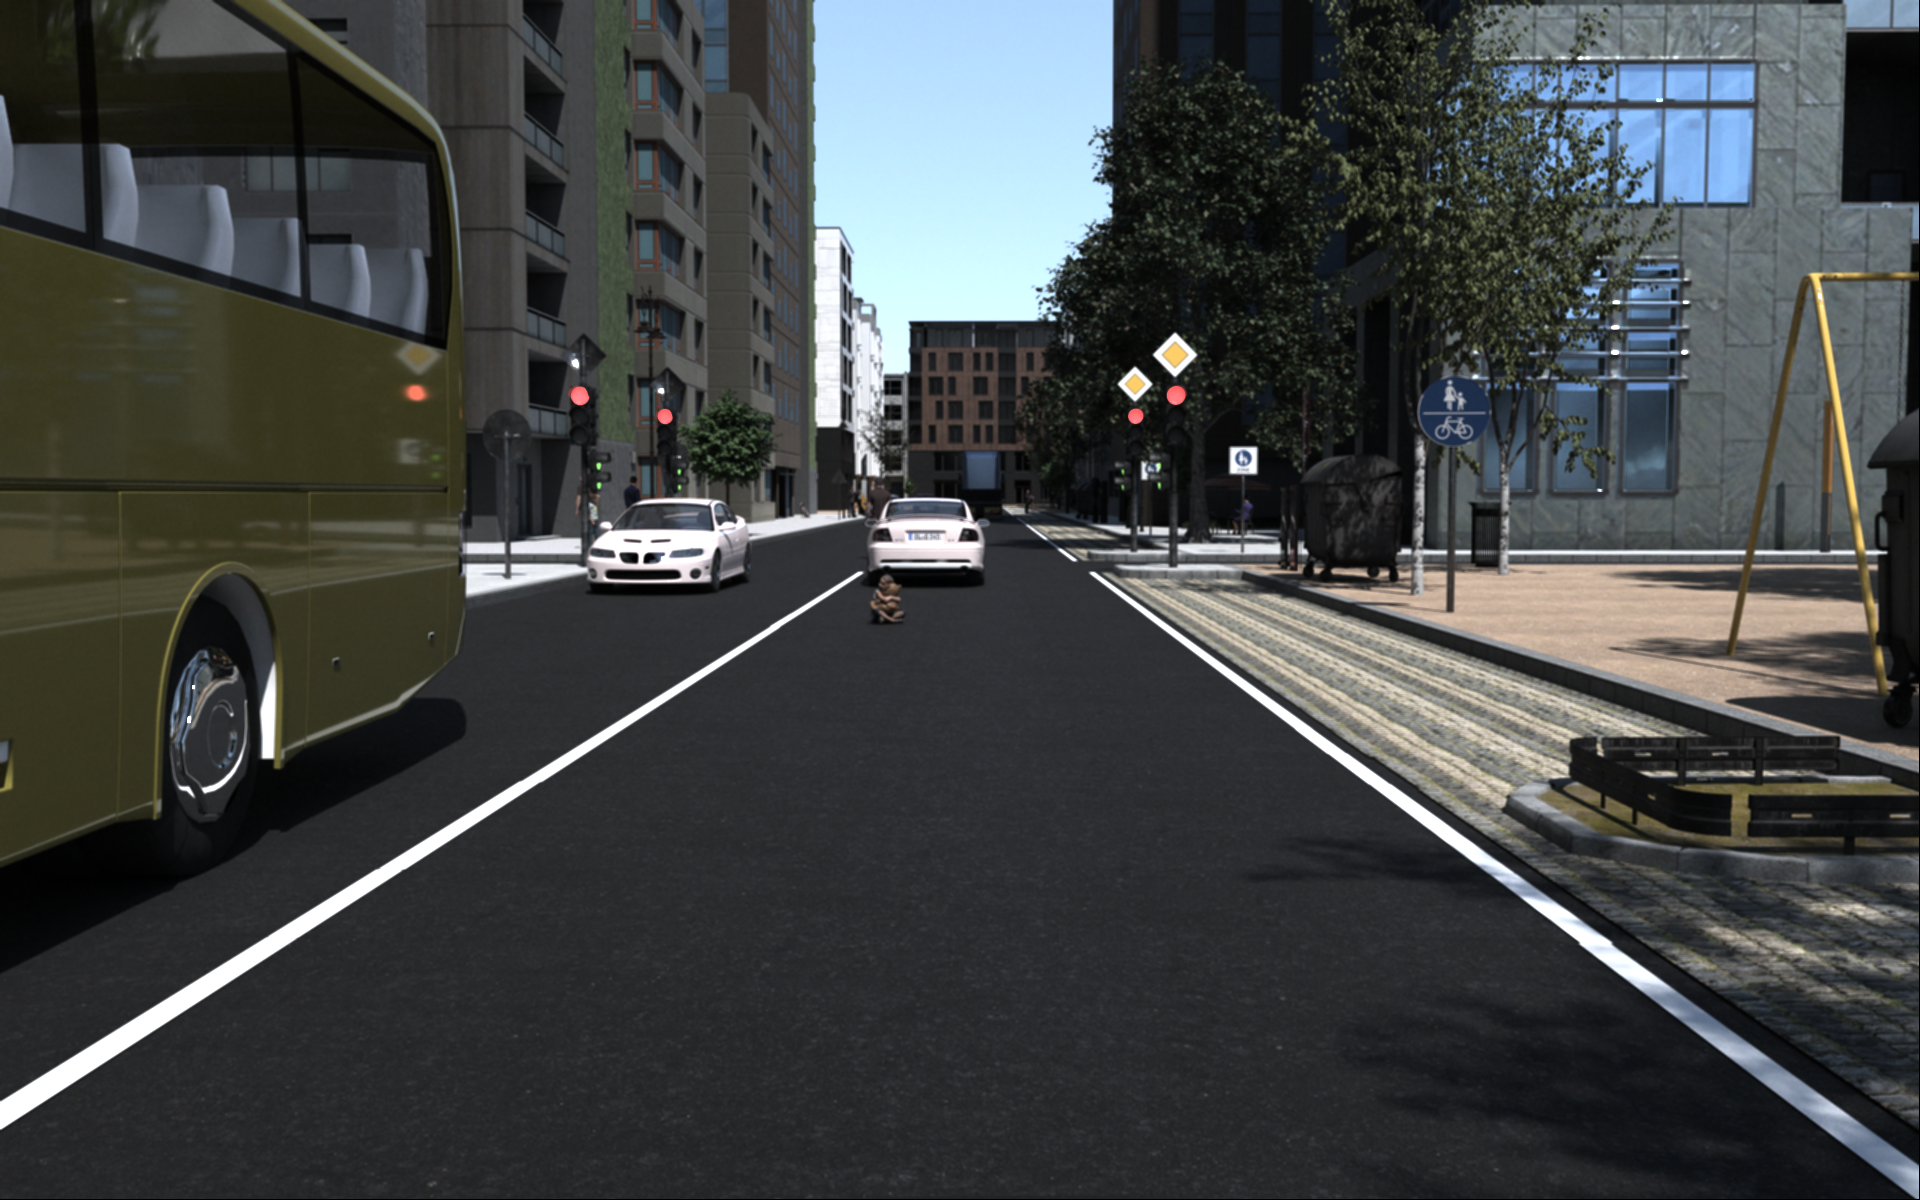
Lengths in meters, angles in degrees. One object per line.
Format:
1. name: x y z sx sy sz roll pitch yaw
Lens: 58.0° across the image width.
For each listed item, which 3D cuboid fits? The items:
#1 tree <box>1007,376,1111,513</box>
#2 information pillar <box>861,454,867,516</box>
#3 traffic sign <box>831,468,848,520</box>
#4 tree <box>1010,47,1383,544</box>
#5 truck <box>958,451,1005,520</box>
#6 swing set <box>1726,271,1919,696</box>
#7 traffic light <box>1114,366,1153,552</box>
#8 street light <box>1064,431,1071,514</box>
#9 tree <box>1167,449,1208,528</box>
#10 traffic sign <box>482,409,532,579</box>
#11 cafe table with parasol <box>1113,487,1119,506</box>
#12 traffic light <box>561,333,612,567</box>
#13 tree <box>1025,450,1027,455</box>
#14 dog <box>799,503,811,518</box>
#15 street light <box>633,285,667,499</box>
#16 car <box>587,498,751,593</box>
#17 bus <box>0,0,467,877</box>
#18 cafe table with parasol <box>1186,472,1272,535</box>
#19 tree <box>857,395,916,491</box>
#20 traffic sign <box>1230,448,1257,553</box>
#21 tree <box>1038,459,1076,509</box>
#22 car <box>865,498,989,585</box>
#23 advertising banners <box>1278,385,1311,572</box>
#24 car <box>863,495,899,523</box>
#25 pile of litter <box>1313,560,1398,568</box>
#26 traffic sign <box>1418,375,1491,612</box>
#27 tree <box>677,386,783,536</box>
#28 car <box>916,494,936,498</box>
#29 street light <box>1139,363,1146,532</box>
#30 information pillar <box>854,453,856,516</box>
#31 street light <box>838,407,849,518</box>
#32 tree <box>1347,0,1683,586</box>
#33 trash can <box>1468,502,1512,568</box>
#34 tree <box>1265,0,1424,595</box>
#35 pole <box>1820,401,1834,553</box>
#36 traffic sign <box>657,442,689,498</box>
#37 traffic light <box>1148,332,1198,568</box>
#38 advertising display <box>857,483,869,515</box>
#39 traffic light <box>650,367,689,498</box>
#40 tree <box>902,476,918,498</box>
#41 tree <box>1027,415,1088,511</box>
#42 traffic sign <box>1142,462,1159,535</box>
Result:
1. tree: 7.360 -11.261 118.525 8.767 10.594 7.601 0 4 4
2. information pillar: -5.549 -6.672 100.438 0.183 3.616 0.504 2 4 27
3. traffic sign: -5.994 -5.257 85.953 0.884 2.594 0.081 0 4 6
4. tree: 6.109 -7.822 44.901 9.611 12.733 9.660 0 3 0
5. truck: 1.236 -6.926 102.999 2.967 4.110 18.799 0 4 1
6. swing set: 7.300 -0.894 12.230 3.119 2.851 2.862 0 4 5
7. traffic light: 3.823 -3.011 38.143 0.839 4.253 0.868 0 4 1
8. street light: 6.966 -8.527 112.210 0.468 5.910 1.993 0 4 1
9. tree: 8.475 -4.403 66.590 1.663 3.219 1.824 0 3 0
10. traffic sign: -6.834 -1.591 26.121 0.768 2.556 0.104 0 4 7
11. cafe table with parasol: 8.623 -4.837 83.958 2.610 1.966 2.610 0 4 -8
12. traffic light: -6.552 -2.530 30.290 0.839 4.253 0.868 0 4 1
13. tree: 9.123 -14.602 189.105 4.737 8.622 4.395 0 3 0
14. dog: -8.282 -4.850 93.670 0.800 0.831 0.513 0 4 5
15. street light: -6.862 -4.021 38.524 0.468 5.910 1.993 0 4 1
16. car: -4.389 -0.876 26.690 2.083 1.381 4.827 0 4 2
17. bus: -4.003 -0.741 3.660 2.896 3.916 12.252 0 4 0
18. cafe table with parasol: 8.406 -3.016 54.172 2.610 1.966 2.610 1 4 20
19. tree: -5.563 -10.977 129.837 4.360 8.622 3.978 0 3 0
20. traffic sign: 6.158 -2.176 37.699 0.606 2.300 0.079 0 4 6
21. tree: 8.481 -10.214 150.715 4.285 4.588 4.351 0 3 0
22. car: -0.544 -0.993 28.590 2.083 1.381 4.827 0 4 -1
23. advertising banners: 5.590 -2.004 28.957 0.090 3.025 2.074 0 4 -1
24. car: -3.572 -4.293 82.186 2.014 1.417 4.499 0 4 -1
25. pile of litter: 6.900 -1.011 30.498 1.719 0.858 1.176 0 4 1
26. traffic sign: 5.320 -1.138 18.718 0.768 2.556 0.104 1 4 8
27. tree: -6.991 -4.223 52.755 4.285 4.588 4.351 0 3 0
28. car: -2.303 -6.564 117.113 2.009 1.686 4.222 0 4 -1
29. street light: 6.181 -5.255 58.711 0.468 5.910 1.993 0 4 1
30. information pillar: -5.965 -6.521 97.970 0.183 3.616 0.504 0 4 -3
31. street light: -6.163 -7.276 91.746 0.468 5.910 1.993 0 4 1
32. tree: 8.650 -4.687 26.993 4.737 8.622 4.395 0 3 0
33. trash can: 9.286 -1.145 30.374 0.748 1.137 0.748 0 3 0
34. tree: 6.043 -4.363 21.690 4.737 8.622 4.395 0 3 0
35. pole: 19.024 -2.700 37.985 0.158 3.312 0.155 0 3 0
36. traffic sign: -6.865 -2.526 41.410 0.768 2.556 0.104 0 4 4
37. traffic light: 3.708 -2.522 30.159 0.839 4.253 0.868 0 4 1
38. advertising display: -5.925 -6.155 105.847 0.123 1.923 0.974 -3 5 -41
39. traffic light: -6.438 -3.019 38.274 0.839 4.253 0.868 0 4 1
40. tree: -5.349 -11.152 176.932 1.663 3.219 1.824 0 3 0
41. tree: 7.777 -10.961 129.570 4.737 8.622 4.395 0 3 0
42. traffic sign: 5.919 -3.157 53.750 0.606 2.300 0.079 1 4 10
